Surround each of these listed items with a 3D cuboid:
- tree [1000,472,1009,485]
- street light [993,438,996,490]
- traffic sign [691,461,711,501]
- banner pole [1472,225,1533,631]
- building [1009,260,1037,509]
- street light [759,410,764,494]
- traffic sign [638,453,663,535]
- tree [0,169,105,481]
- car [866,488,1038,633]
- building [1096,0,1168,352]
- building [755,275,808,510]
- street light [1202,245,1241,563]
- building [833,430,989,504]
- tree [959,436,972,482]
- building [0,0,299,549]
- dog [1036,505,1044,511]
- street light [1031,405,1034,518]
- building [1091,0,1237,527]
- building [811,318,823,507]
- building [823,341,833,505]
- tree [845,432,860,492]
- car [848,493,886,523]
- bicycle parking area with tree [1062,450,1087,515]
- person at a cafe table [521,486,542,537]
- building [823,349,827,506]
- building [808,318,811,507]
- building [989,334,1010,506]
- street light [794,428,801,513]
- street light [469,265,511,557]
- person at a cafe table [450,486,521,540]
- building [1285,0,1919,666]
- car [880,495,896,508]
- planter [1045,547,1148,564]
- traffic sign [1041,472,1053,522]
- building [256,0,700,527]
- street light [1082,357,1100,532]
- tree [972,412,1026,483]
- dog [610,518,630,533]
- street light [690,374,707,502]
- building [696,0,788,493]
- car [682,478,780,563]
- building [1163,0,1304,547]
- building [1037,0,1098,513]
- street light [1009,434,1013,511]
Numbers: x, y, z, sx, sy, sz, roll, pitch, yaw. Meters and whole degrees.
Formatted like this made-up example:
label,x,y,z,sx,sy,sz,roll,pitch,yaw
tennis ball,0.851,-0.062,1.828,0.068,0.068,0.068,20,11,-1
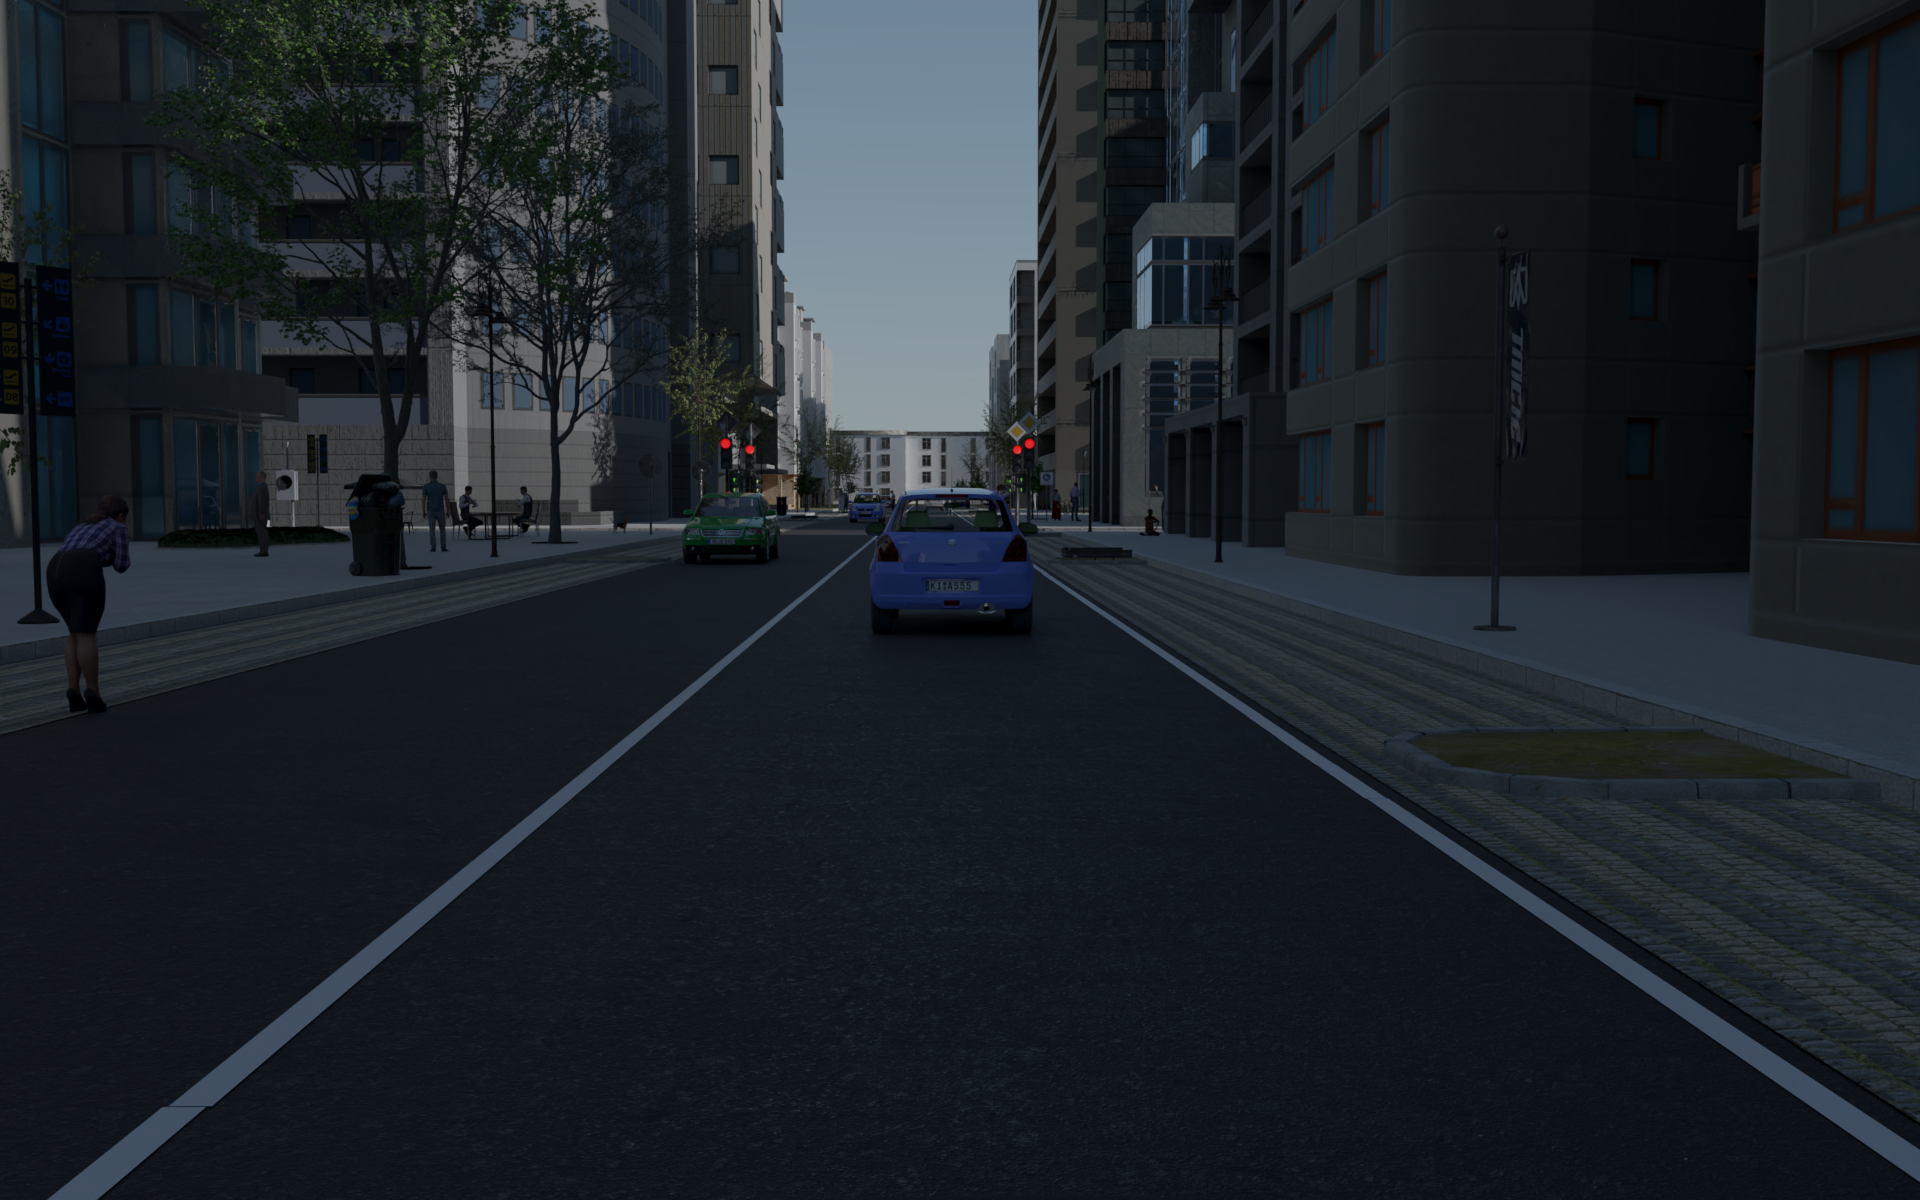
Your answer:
label,x,y,z,sx,sy,sz,roll,pitch,yaw
tree,3.899,-9.213,145.229,1.663,3.219,1.824,0,3,0
street light,2.803,-10.319,141.500,0.468,5.910,1.993,0,4,-1
traffic sign,-9.881,-4.032,66.027,0.768,2.556,0.104,0,4,6
banner pole,5.077,-1.591,16.028,0.401,3.779,0.863,0,4,-6
building,18.581,-19.814,167.938,27.936,21.610,32.646,0,4,-1
street light,-10.638,-7.337,92.741,0.468,5.910,1.993,0,4,-1
traffic sign,-9.720,-3.320,54.393,0.768,2.556,0.104,0,4,1
tree,-17.862,-4.918,30.779,4.737,8.622,4.395,0,3,0
car,-0.091,-0.582,19.103,1.945,1.707,3.694,0,4,0
building,14.603,-20.009,98.854,14.160,30.474,14.107,0,4,-1
building,-21.607,-17.802,147.476,16.016,20.091,11.380,0,4,-1
street light,4.861,-3.644,32.367,0.468,5.910,1.993,0,4,-1
building,-7.191,-17.760,232.518,28.070,9.664,9.099,0,4,-1
tree,1.807,-16.462,219.516,4.360,8.622,3.978,0,3,0
building,-35.152,-26.025,45.121,30.456,49.044,23.786,0,4,-1
dog,5.894,-6.777,127.639,0.406,0.507,0.540,3,5,42
street light,3.759,-7.145,89.600,0.468,5.910,1.993,0,4,-1
building,21.663,-46.728,76.678,31.000,86.520,22.319,0,4,-1
building,-22.252,-19.290,171.817,16.016,20.091,11.380,0,4,-1
building,-31.510,-20.884,207.917,31.486,18.905,16.747,0,4,-1
tree,-13.002,-14.880,193.646,4.360,8.622,3.978,0,3,0
car,-4.717,-4.821,88.409,1.945,1.707,3.694,0,4,1
bicycle parking area with tree,10.498,-7.607,111.383,8.231,4.147,9.016,2,4,24
person at a cafe table,-13.501,-2.683,52.379,1.622,1.524,1.698,0,4,-5
building,-22.208,-20.010,183.578,16.016,20.091,11.380,0,4,-1
building,-22.420,-18.538,159.518,16.016,20.091,11.380,0,4,-1
building,12.283,-20.409,200.142,16.747,18.905,31.486,0,4,-1
street light,-11.119,-8.907,118.409,0.468,5.910,1.993,0,4,-1
street light,-9.471,-3.809,35.058,0.468,5.910,1.993,0,4,-1
person at a cafe table,-13.597,-2.475,48.977,1.622,1.524,1.698,1,4,9
building,20.835,-10.769,21.106,27.650,21.520,28.899,0,4,-1
car,-6.694,-8.767,155.912,1.945,1.354,3.894,0,4,-2
planter,2.787,-0.908,35.991,1.991,0.319,1.994,0,4,-1
traffic sign,4.012,-4.773,80.161,0.606,2.300,0.079,0,4,4
building,-24.650,-32.931,80.418,21.231,58.520,28.212,0,4,-1
street light,4.396,-5.233,58.350,0.468,5.910,1.993,0,4,-1
tree,3.884,-12.159,149.165,4.360,8.622,3.978,0,3,0
dog,-11.076,-2.422,56.427,0.540,0.507,0.406,-2,4,-31
street light,-10.096,-5.767,67.074,0.468,5.910,1.993,0,4,-1
building,-26.318,-32.347,118.110,28.713,52.752,27.495,0,4,-1
car,-4.884,-1.740,37.238,1.959,1.807,4.718,0,4,-2
building,17.046,-37.063,44.232,20.563,71.187,20.611,0,4,-1
building,16.971,-30.766,126.720,21.300,48.544,21.600,0,4,-1
street light,3.341,-8.749,115.833,0.468,5.910,1.993,0,4,-1
